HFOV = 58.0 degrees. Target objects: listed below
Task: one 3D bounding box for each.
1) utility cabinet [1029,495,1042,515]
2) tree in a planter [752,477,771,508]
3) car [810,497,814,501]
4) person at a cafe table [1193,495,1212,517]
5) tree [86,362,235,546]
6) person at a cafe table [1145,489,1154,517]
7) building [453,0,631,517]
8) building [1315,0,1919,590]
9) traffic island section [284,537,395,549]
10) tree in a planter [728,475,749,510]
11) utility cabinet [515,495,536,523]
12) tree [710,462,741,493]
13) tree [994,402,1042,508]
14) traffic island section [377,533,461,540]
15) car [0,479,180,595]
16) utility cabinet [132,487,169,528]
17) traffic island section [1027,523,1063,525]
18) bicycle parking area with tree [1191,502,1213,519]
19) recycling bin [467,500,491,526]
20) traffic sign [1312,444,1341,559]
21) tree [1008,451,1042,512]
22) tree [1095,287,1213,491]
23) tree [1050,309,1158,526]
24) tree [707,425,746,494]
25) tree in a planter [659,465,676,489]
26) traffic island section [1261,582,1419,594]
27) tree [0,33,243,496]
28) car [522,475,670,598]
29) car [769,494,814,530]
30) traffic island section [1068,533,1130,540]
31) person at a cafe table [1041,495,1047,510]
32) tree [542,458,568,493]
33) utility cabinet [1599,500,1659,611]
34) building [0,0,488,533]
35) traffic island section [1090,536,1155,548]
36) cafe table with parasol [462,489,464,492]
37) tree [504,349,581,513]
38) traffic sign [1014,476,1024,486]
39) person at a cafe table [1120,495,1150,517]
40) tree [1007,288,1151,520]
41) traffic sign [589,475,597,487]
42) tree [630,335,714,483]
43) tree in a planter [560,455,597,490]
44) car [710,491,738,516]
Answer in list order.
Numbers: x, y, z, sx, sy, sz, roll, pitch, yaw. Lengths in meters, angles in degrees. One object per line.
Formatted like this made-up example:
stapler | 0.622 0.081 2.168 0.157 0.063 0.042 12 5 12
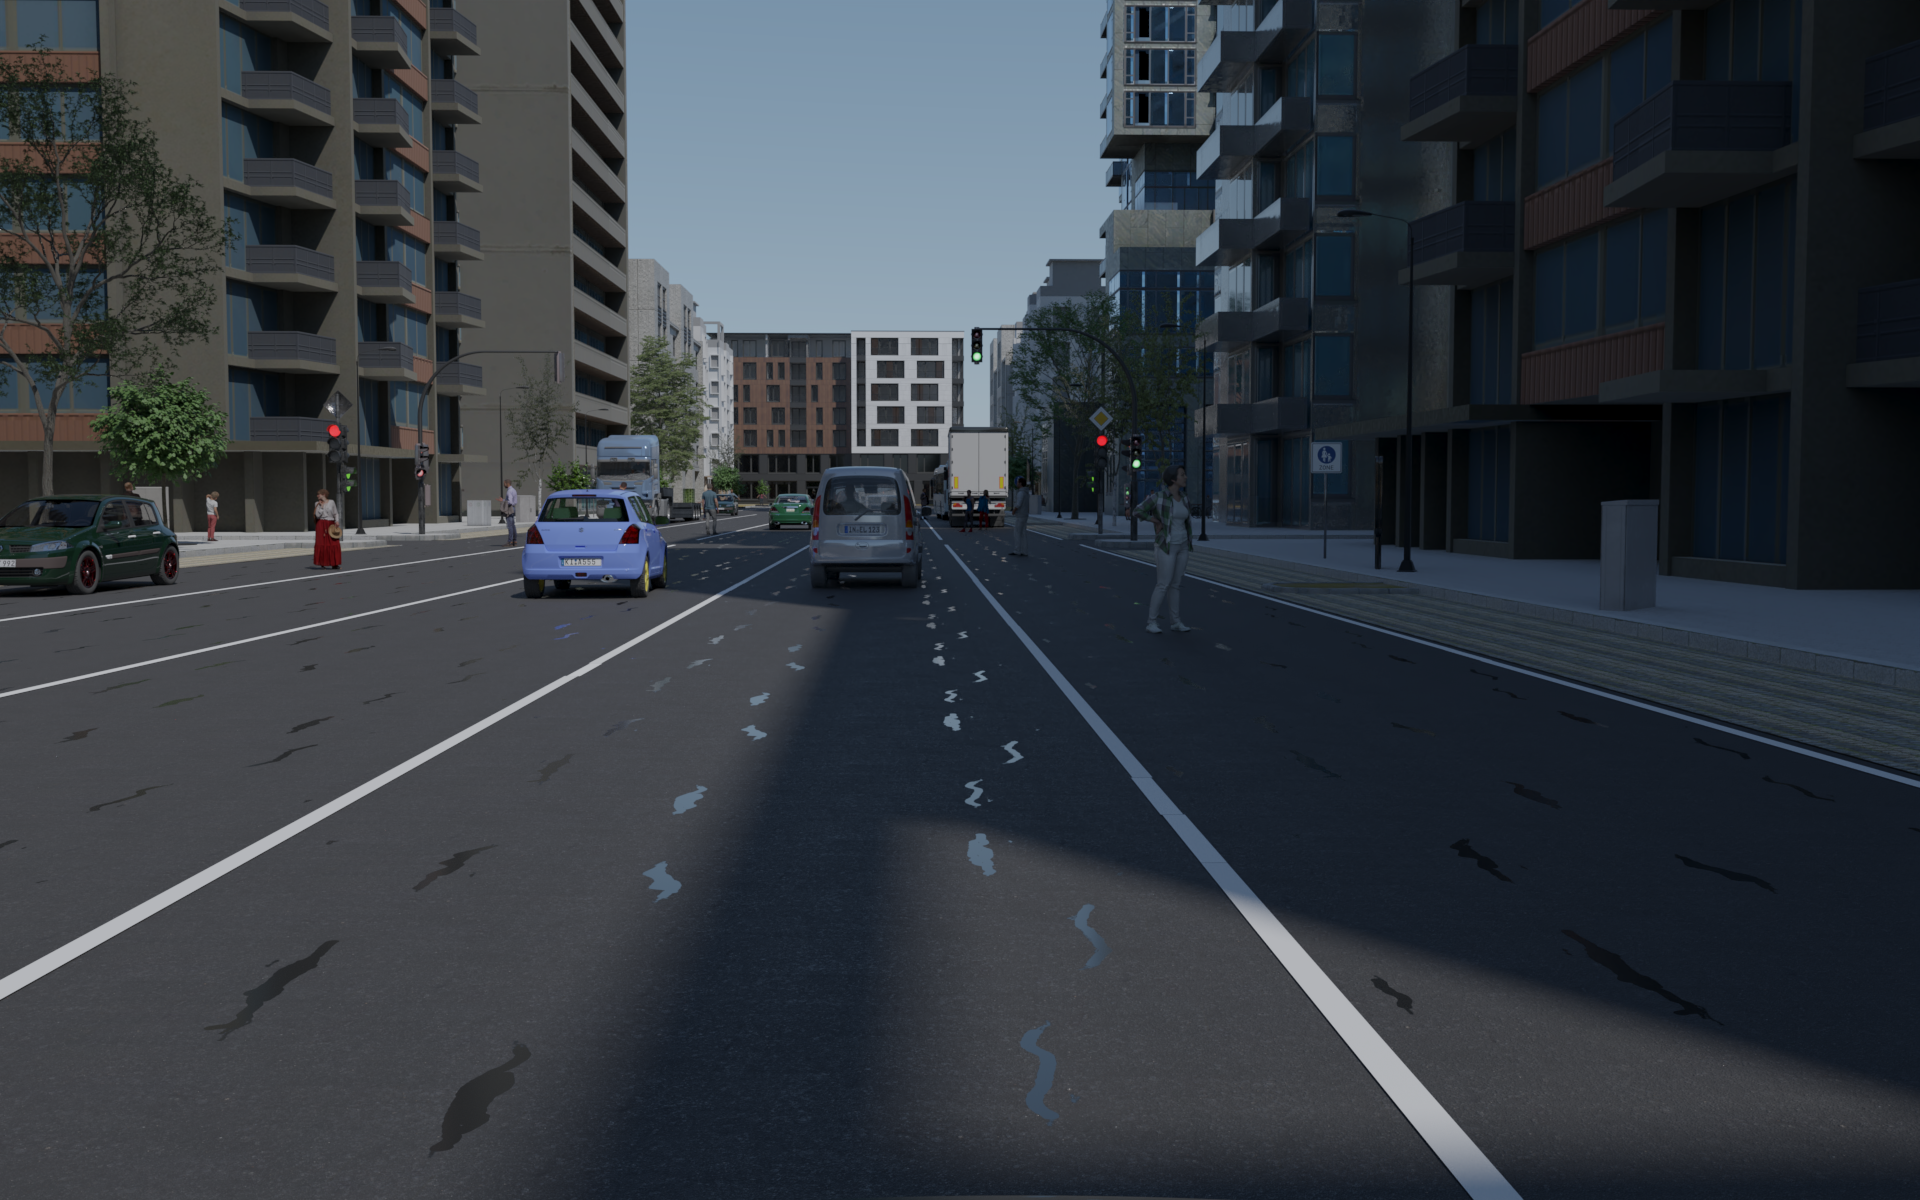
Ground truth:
utility cabinet | 4.732 -5.965 108.682 0.306 1.237 1.020 -2 4 -30
tree in a planter | -21.019 -11.419 183.928 1.991 3.239 1.994 0 4 -2
car | -12.596 -7.643 137.321 2.083 1.381 4.827 0 4 -2
person at a cafe table | 13.676 -5.187 95.666 1.698 1.238 1.726 0 4 7
tree | -19.992 -3.653 43.436 4.285 4.588 4.351 0 3 0
person at a cafe table | 9.717 -4.781 86.682 1.698 1.524 1.622 -1 4 -12
building | -32.990 -29.580 107.328 21.300 48.544 21.600 0 4 -2
building | 20.535 -22.985 30.427 22.147 44.769 28.867 0 4 -2
traffic island section | -16.812 -1.508 46.944 2.009 0.180 2.903 0 4 -2
tree in a planter | -20.120 -9.749 156.623 1.991 3.239 1.994 0 4 -2
utility cabinet | -19.643 -4.108 78.333 0.306 1.237 1.020 2 4 29
tree | -24.080 -11.854 177.530 4.285 4.588 4.351 0 3 0
tree | 4.489 -11.359 136.087 4.737 8.622 4.395 0 3 0
traffic island section | -17.077 -1.997 54.925 2.009 0.180 2.903 0 4 -2
car | -13.249 -0.982 25.849 2.009 1.686 4.222 0 3 0
utility cabinet | -25.319 -2.775 54.056 1.173 1.500 0.318 1 4 10
traffic island section | 3.704 -3.526 80.510 1.991 0.108 1.994 0 4 -2
bicycle parking area with tree | 16.113 -6.244 89.094 9.016 4.147 8.231 -1 4 -18
recycling bin | -19.366 -3.498 69.743 0.722 1.027 0.722 1 4 12
traffic sign | 7.255 -1.972 34.365 0.606 2.300 0.079 0 4 0
tree | 4.299 -8.797 127.542 4.285 4.588 4.351 0 3 0
tree | 6.939 -6.745 60.646 4.737 8.622 4.395 0 3 0
tree | 6.023 -7.252 68.931 4.360 8.622 3.978 0 3 0
tree | -24.842 -14.285 183.923 4.360 8.622 3.978 0 3 0
tree in a planter | -18.460 -6.678 106.406 1.991 3.239 1.994 0 4 -2
traffic island section | 5.521 -0.168 25.613 1.991 0.108 1.994 0 4 -2
tree | -19.188 -6.207 35.903 8.767 10.594 7.601 -1 4 -15
car | -5.242 -0.955 25.199 1.945 1.707 3.694 0 4 -4
car | -6.747 -3.584 70.401 2.131 1.459 4.920 0 4 -2
traffic island section | 4.533 -2.040 55.633 2.009 0.180 2.903 0 4 -2
person at a cafe table | 5.400 -6.932 124.206 1.726 1.238 1.698 0 4 -1
tree | -21.301 -5.939 91.698 1.663 3.219 1.824 0 3 0
utility cabinet | 7.488 -0.504 19.399 0.306 1.237 1.020 3 5 40
building | -32.093 -25.354 69.169 22.147 44.769 28.867 0 4 -2
traffic island section | 4.797 -1.552 47.652 2.009 0.180 2.903 0 4 -2
cafe table with parasol | -28.323 -5.515 95.042 2.610 1.966 2.610 -3 5 -40
tree | -21.412 -8.428 88.154 4.360 8.622 3.978 0 3 0
traffic sign | 4.218 -7.468 122.205 0.768 2.556 0.104 0 4 5
person at a cafe table | 10.220 -5.304 97.587 1.726 1.238 1.698 -2 4 -35
tree | 5.958 -9.860 86.969 9.928 11.665 9.643 0 3 0
traffic sign | -20.097 -5.679 94.977 0.606 2.300 0.079 0 4 3
tree | -21.545 -12.594 124.031 7.486 12.596 7.792 0 3 0
tree in a planter | -17.570 -5.031 79.477 1.991 3.239 1.994 0 4 -2
car | -15.676 -6.416 114.684 2.009 1.686 4.222 0 4 -2
